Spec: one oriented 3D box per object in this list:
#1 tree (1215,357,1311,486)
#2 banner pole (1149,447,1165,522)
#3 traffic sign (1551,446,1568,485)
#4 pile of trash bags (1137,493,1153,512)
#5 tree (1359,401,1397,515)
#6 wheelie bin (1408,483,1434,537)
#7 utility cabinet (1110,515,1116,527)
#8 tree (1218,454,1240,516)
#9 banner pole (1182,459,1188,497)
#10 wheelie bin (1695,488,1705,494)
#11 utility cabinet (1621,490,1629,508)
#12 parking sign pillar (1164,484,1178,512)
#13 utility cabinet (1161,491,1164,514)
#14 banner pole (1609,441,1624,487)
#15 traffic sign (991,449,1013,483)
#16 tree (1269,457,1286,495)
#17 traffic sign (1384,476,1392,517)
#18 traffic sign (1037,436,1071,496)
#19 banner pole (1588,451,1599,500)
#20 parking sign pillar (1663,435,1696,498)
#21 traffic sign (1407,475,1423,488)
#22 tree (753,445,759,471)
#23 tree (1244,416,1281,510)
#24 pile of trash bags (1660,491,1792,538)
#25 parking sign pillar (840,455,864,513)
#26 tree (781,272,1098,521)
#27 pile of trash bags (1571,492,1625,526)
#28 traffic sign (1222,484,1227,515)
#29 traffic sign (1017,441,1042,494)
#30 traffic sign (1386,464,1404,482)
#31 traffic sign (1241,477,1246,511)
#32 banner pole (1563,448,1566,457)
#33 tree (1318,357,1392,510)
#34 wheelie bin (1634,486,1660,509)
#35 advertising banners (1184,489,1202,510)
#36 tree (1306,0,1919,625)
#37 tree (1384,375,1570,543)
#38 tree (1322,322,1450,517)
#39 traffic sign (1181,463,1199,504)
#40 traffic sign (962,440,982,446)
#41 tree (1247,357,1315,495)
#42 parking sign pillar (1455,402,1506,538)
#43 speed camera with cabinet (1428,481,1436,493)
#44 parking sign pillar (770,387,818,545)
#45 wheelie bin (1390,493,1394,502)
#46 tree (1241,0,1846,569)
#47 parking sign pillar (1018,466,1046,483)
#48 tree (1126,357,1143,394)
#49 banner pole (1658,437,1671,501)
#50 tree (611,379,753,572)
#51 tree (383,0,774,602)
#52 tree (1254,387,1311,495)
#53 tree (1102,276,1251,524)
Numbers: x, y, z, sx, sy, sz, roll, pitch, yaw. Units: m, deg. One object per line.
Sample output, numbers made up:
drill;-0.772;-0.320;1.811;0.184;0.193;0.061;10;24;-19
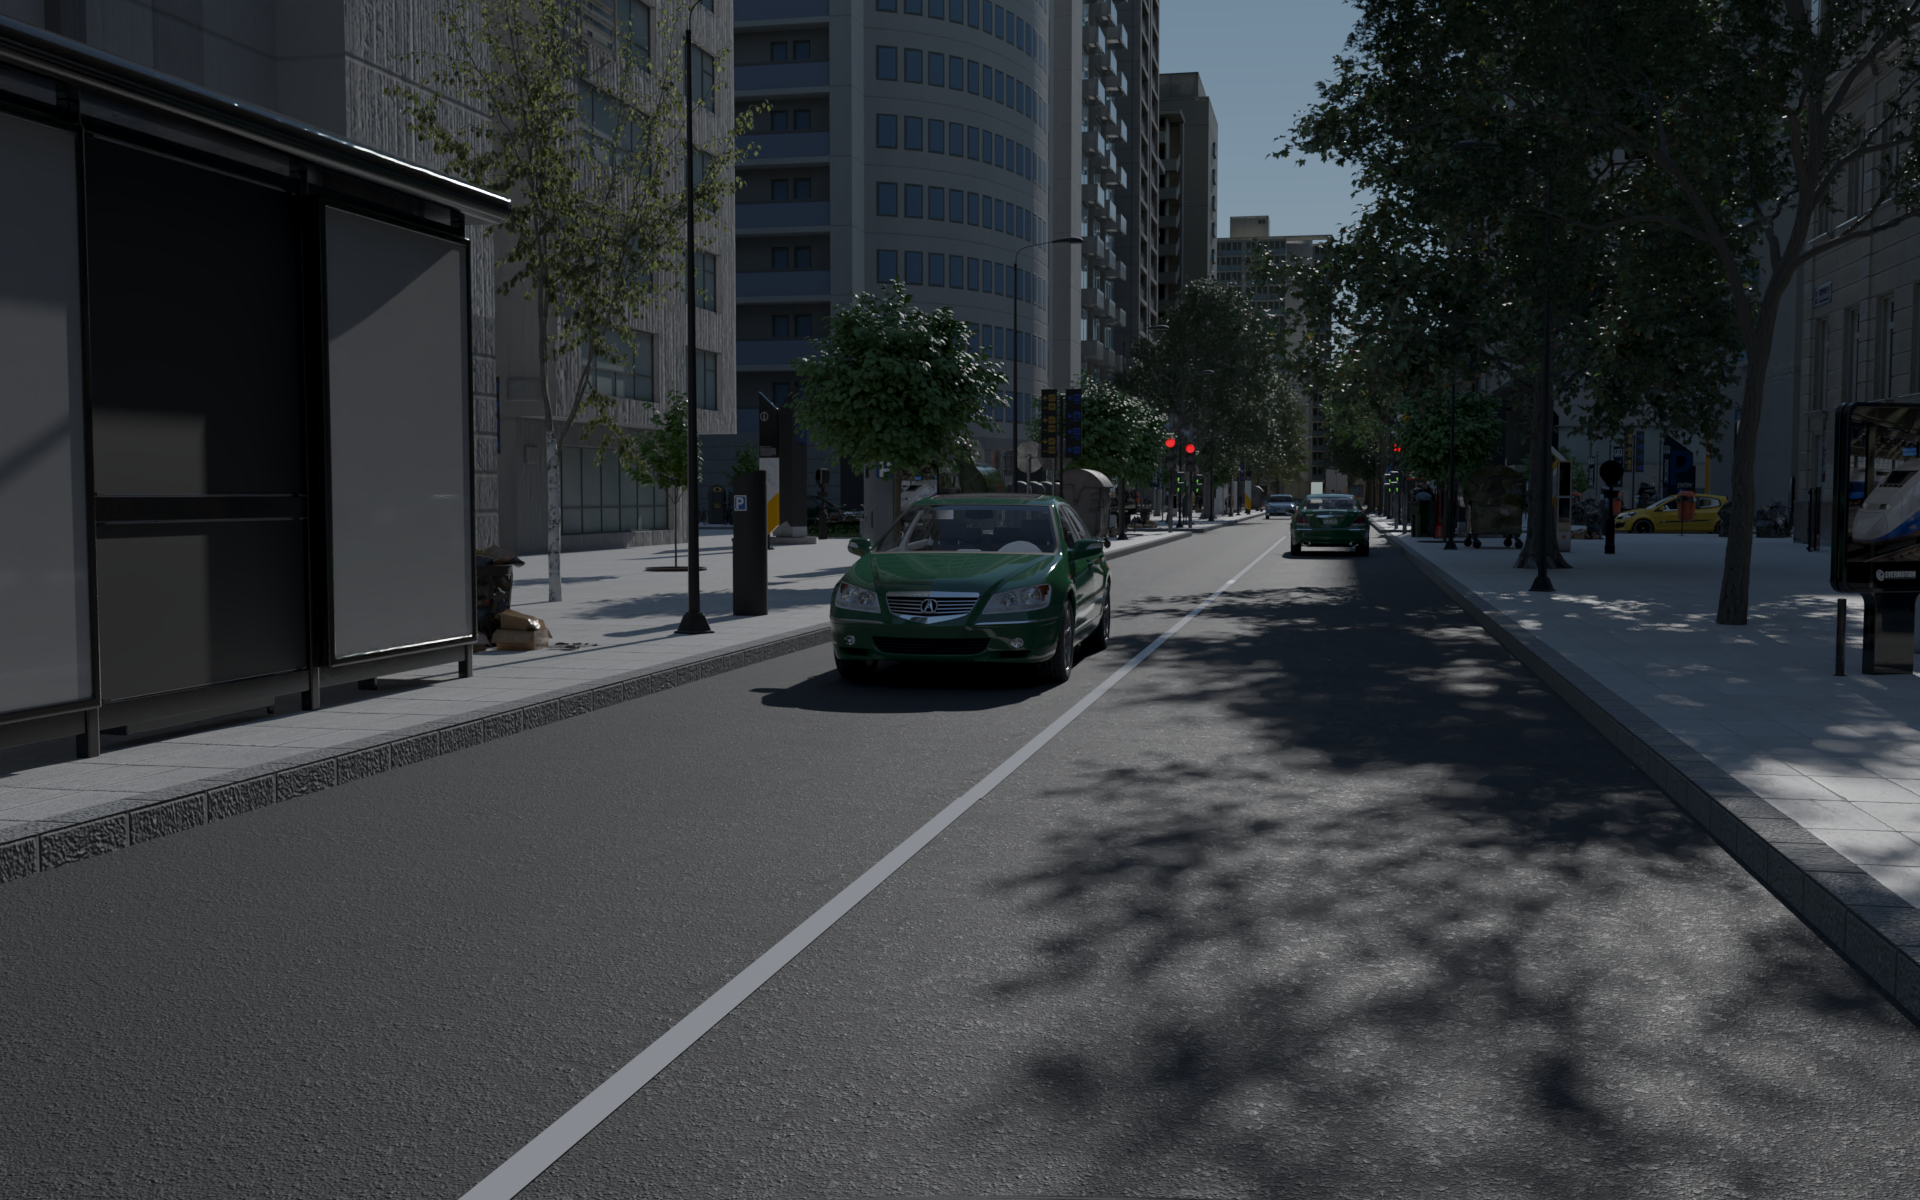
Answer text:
tree;27.082;-15.358;157.751;9.857;13.997;8.962;0;3;0
banner pole;9.208;-5.533;80.483;0.863;3.779;0.401;2;4;26
traffic sign;14.151;-2.463;41.460;0.795;2.450;0.064;1;4;20
pile of trash bags;12.528;-6.853;121.803;1.912;1.369;3.447;0;4;1
tree;26.664;-9.620;107.644;4.360;8.622;3.978;0;3;0
wheelie bin;13.729;-2.659;51.389;0.693;1.594;0.980;-1;4;-13
utility cabinet;5.610;-3.419;67.058;1.020;1.237;0.306;1;4;15
tree;14.702;-7.170;100.945;4.285;4.588;4.351;0;3;0
banner pole;14.265;-7.304;109.438;0.863;3.779;0.401;-1;4;-22
wheelie bin;38.187;-5.000;89.651;0.980;1.594;0.693;3;4;36
utility cabinet;39.344;-5.742;102.559;0.318;1.500;1.173;1;4;12
parking sign pillar;15.108;-8.292;124.047;1.447;3.967;1.447;2;4;27
utility cabinet;12.437;-6.057;107.715;0.318;1.500;1.173;1;4;16
banner pole;30.132;-5.488;79.750;0.863;3.779;0.401;3;5;43
traffic sign;0.981;-2.260;39.073;0.606;2.300;0.079;1;4;20
tree;36.878;-15.369;201.642;4.360;8.622;3.978;0;3;0
traffic sign;22.929;-5.622;92.022;0.768;2.556;0.104;1;4;17
traffic sign;2.056;-2.316;37.970;0.768;2.556;0.104;1;4;18
banner pole;36.924;-6.785;100.951;0.401;3.779;0.863;-2;4;-33
parking sign pillar;31.775;-5.384;76.502;1.447;3.967;1.447;0;4;-5
traffic sign;17.270;-4.008;65.539;0.884;2.594;0.081;1;4;16
tree;-7.308;-3.932;58.891;1.663;3.219;1.824;0;3;0
tree;23.685;-11.506;138.492;4.737;8.622;4.395;0;3;0
pile of trash bags;23.200;-2.586;52.040;1.912;1.369;3.447;-3;5;-43
parking sign pillar;-4.255;-5.067;71.316;1.447;3.967;1.447;0;4;7
tree;-0.906;-2.564;25.638;4.285;4.588;4.351;0;3;0
pile of trash bags;25.985;-3.691;70.101;1.912;1.369;3.447;0;4;-1
traffic sign;15.794;-6.356;104.033;0.768;2.556;0.104;1;4;22
traffic sign;1.630;-2.519;41.298;0.768;2.556;0.104;1;4;20
traffic sign;17.703;-4.296;70.353;0.768;2.556;0.104;1;4;15
traffic sign;21.055;-7.805;127.713;0.768;2.556;0.104;1;4;19
banner pole;32.538;-6.325;93.438;0.401;3.779;0.863;2;4;26
tree;33.949;-14.424;142.480;9.857;13.997;8.962;0;3;0
wheelie bin;27.540;-3.757;69.342;0.980;1.594;0.693;0;4;-7
advertising banners;18.806;-8.708;138.557;2.074;3.025;0.090;-1;4;-21
tree;7.506;-5.016;16.421;8.767;10.594;7.601;1;4;13
tree;12.815;-3.801;45.867;4.285;4.588;4.351;0;3;0
tree;24.365;-10.606;99.166;9.928;11.665;9.643;0;3;0
traffic sign;9.151;-4.222;69.131;0.768;2.556;0.104;1;4;17
traffic sign;0.194;-2.435;39.912;0.768;2.556;0.104;1;4;16
tree;38.679;-21.987;215.375;12.611;20.169;13.585;0;3;0
parking sign pillar;15.378;-3.828;51.061;1.447;3.967;1.447;1;4;12
speed camera with cabinet;20.296;-4.905;74.526;0.660;3.252;2.038;0;4;5
parking sign pillar;-4.373;-3.419;44.369;1.447;3.967;1.447;-2;4;-29
wheelie bin;27.688;-6.258;110.219;0.980;1.594;0.693;-3;5;-42
tree;9.994;-6.887;29.608;9.611;12.733;9.660;0;3;0
parking sign pillar;3.175;-5.414;76.986;1.447;3.967;1.447;2;4;30
tree;12.726;-10.535;89.249;9.611;12.733;9.660;0;3;0
banner pole;29.984;-5.125;73.808;0.863;3.779;0.401;-2;4;-26
tree;-4.743;-2.112;29.135;1.663;3.219;1.824;0;3;0
tree;-4.611;-4.287;20.453;4.360;8.622;3.978;0;3;0
tree;33.130;-16.171;182.519;7.486;12.596;7.792;0;3;0
tree;9.270;-8.560;74.364;7.601;10.594;8.767;3;5;42
